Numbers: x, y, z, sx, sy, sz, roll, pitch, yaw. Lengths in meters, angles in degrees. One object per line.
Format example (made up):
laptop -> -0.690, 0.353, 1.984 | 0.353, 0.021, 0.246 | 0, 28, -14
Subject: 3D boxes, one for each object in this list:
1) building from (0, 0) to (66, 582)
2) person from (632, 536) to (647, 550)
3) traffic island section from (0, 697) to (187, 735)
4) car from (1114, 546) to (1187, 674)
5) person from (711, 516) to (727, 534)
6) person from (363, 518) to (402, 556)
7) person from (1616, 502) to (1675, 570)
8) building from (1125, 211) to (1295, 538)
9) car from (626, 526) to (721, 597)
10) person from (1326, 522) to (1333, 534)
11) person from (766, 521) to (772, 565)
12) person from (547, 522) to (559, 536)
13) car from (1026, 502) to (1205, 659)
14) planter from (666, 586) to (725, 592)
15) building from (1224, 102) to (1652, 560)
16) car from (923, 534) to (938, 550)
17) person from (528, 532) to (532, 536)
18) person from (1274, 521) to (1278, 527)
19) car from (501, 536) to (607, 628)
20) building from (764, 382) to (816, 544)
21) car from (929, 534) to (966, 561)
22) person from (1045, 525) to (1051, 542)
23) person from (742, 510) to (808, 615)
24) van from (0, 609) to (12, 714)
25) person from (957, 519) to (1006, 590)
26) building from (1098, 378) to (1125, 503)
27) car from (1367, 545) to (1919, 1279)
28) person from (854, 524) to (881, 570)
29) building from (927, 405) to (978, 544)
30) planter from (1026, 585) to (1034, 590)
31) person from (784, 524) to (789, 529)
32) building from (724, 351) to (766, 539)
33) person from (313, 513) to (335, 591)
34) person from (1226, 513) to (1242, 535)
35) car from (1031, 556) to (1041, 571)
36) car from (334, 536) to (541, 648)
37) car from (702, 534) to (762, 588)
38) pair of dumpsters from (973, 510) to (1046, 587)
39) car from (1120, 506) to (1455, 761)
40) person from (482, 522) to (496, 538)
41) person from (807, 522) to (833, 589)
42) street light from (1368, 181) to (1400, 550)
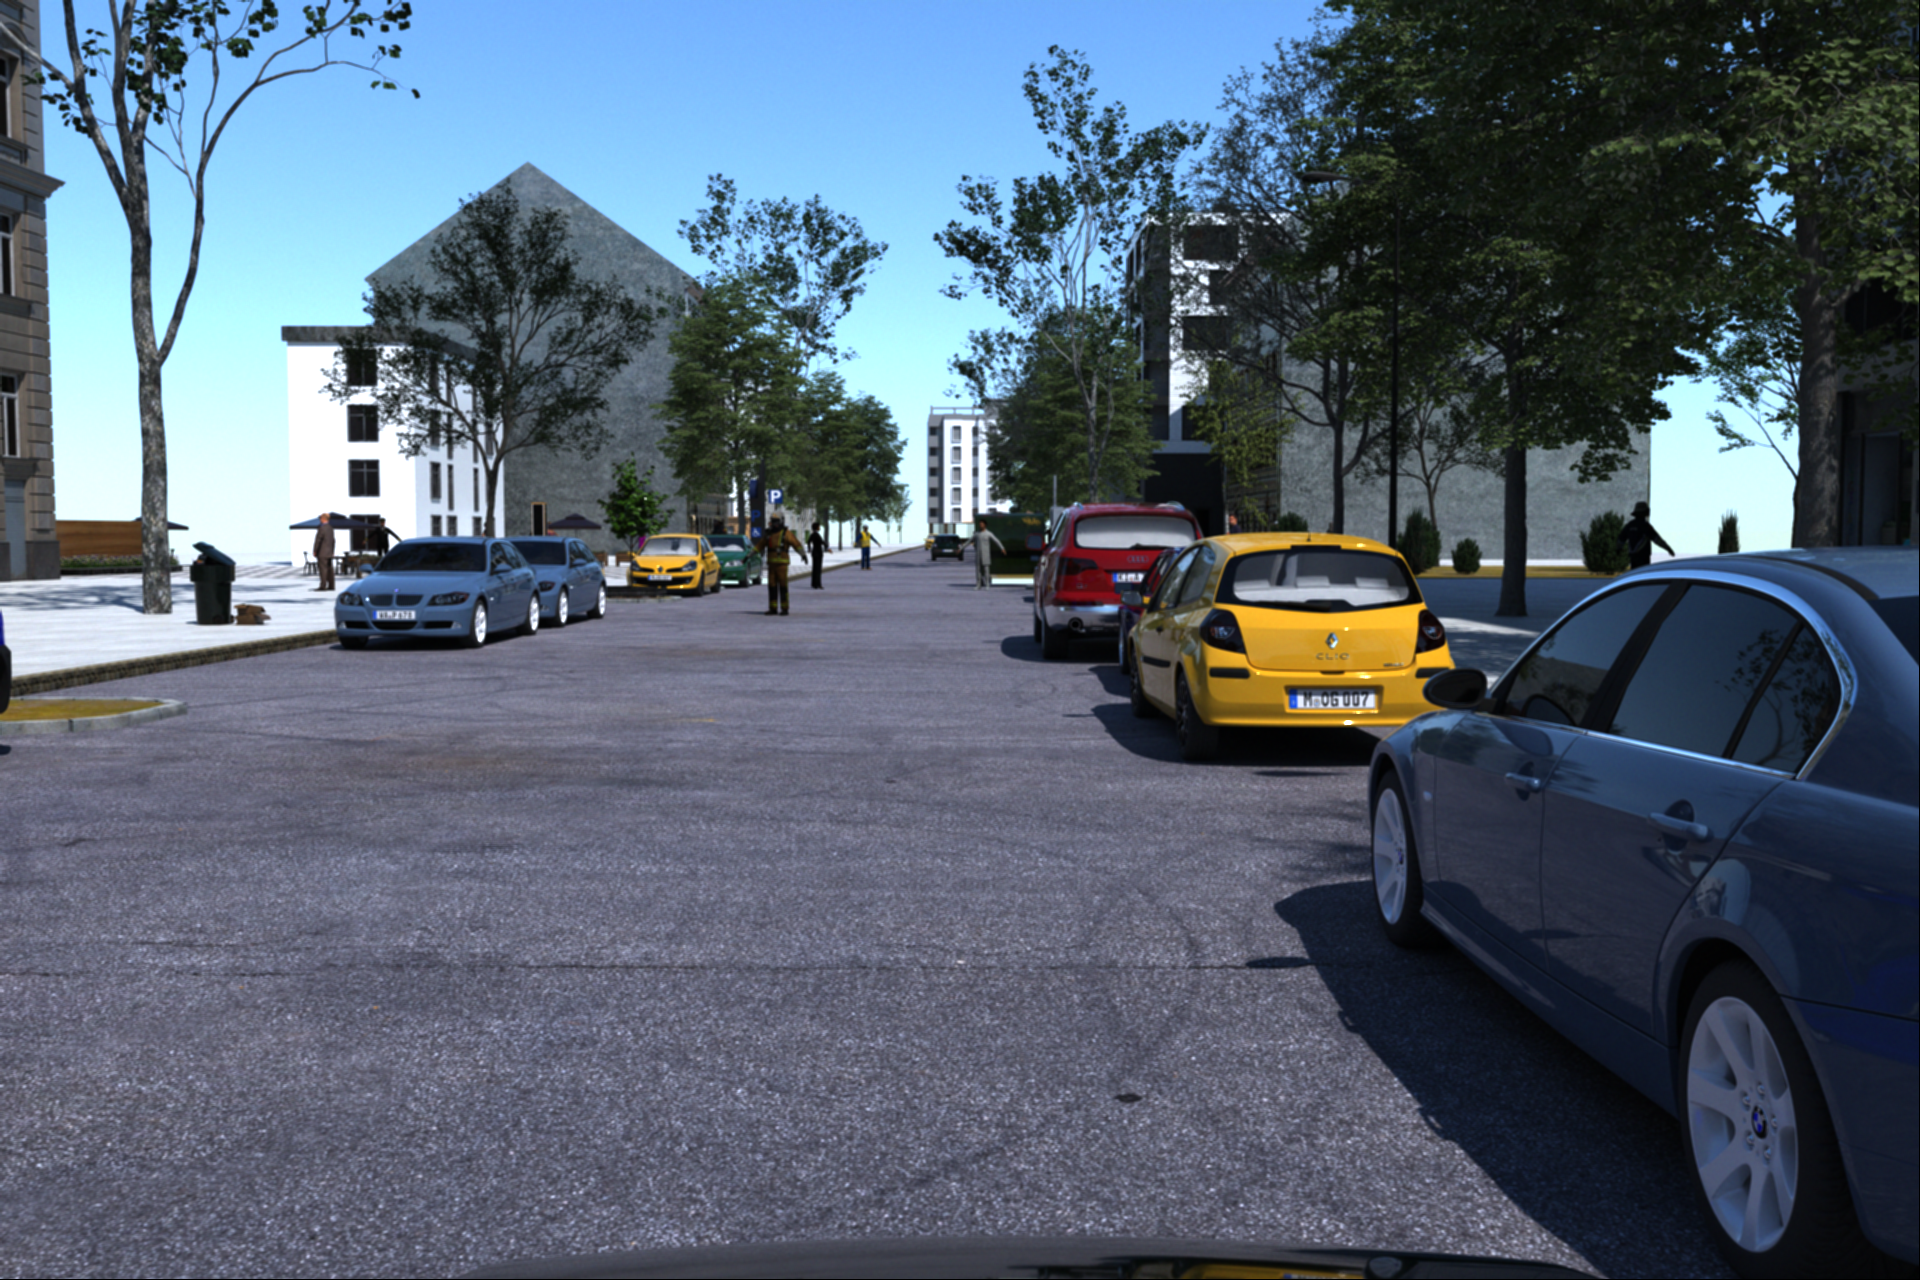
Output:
building -> -31.247, -14.616, 36.232 | 12.463, 27.353, 25.104 | 0, 4, 1
person -> -12.319, -3.521, 66.835 | 0.991, 1.433, 0.599 | 3, 4, 37
traffic island section -> -7.158, 0.583, 13.332 | 1.991, 0.108, 1.994 | 0, 4, 1
car -> 2.488, -0.243, 16.549 | 1.945, 1.354, 3.894 | 0, 4, 0
person -> -7.621, -2.973, 54.383 | 0.705, 1.856, 1.354 | -2, 4, -35
person -> -19.914, -3.293, 59.777 | 1.347, 1.837, 0.705 | -1, 4, -22
person -> 11.865, -1.485, 30.155 | 0.704, 1.845, 1.351 | -1, 4, -21
building -> 25.743, -17.253, 126.057 | 27.936, 21.610, 32.646 | 0, 4, 0
car -> -6.705, -1.866, 40.739 | 2.015, 1.641, 3.980 | 0, 4, 1
person -> 16.214, -4.244, 75.523 | 0.705, 1.813, 1.348 | -1, 4, -14
person -> -7.769, -3.973, 71.138 | 1.347, 1.806, 0.705 | 0, 4, -8
person -> -14.917, -3.451, 63.228 | 0.721, 1.733, 1.217 | 3, 5, 41
car -> 1.968, -0.777, 21.371 | 2.281, 1.827, 5.304 | 0, 4, 1
planter -> -7.032, -1.395, 43.955 | 1.991, 0.319, 1.994 | 0, 4, 1
building -> 25.246, -16.159, 95.127 | 19.493, 23.208, 18.063 | 0, 4, 0
car -> -2.225, -8.802, 154.141 | 2.015, 1.641, 3.980 | 0, 4, 1
person -> -17.919, -4.128, 73.713 | 1.346, 1.802, 0.704 | -2, 4, -28
person -> 13.777, -4.259, 75.493 | 0.705, 1.847, 1.347 | 3, 4, 36
car -> -6.928, -0.983, 28.070 | 2.014, 1.417, 4.499 | 0, 4, 1
building -> -28.005, -21.450, 217.159 | 16.747, 18.905, 31.486 | 0, 4, 1
car -> -0.685, -5.102, 93.199 | 2.009, 1.686, 4.222 | 0, 4, -1
person -> 4.248, -4.508, 79.842 | 1.346, 1.812, 0.704 | 1, 4, 17
person -> -3.225, -1.366, 30.565 | 1.354, 1.858, 0.705 | 2, 4, 28
van -> -6.967, -0.268, 8.766 | 2.240, 2.365, 5.245 | 0, 3, 0
person -> 0.569, -2.184, 44.354 | 1.347, 1.806, 0.705 | 1, 4, 22
building -> 24.635, -22.372, 196.714 | 19.493, 23.208, 18.063 | 0, 4, 0
car -> 2.351, 0.456, 4.543 | 2.014, 1.417, 4.499 | 0, 4, 0
person -> -3.766, -3.734, 69.484 | 1.349, 1.833, 0.705 | -3, 5, -40
building -> -4.253, -23.643, 245.445 | 11.380, 20.090, 16.016 | 0, 4, -5
planter -> 2.714, -1.454, 44.905 | 1.991, 0.319, 1.994 | 0, 3, 0
person -> -8.445, -4.704, 83.378 | 0.721, 1.772, 1.216 | 0, 4, -5
building -> -26.691, -19.811, 180.325 | 16.016, 20.090, 11.380 | 0, 4, 0
person -> -14.399, -1.991, 39.141 | 0.434, 1.755, 0.990 | 1, 4, 8
person -> 5.718, -1.788, 36.190 | 0.530, 1.710, 0.541 | 0, 4, 1
car -> 2.513, -1.521, 37.455 | 1.945, 1.354, 3.894 | 0, 4, 1
car -> -6.879, -0.687, 23.243 | 2.014, 1.417, 4.499 | 0, 3, 0
car -> -6.537, -2.193, 47.648 | 2.131, 1.459, 4.920 | 0, 4, 0
pair of dumpsters -> 2.572, -2.597, 47.409 | 4.436, 2.255, 1.574 | 0, 4, -1
car -> 2.215, -0.132, 12.390 | 2.015, 1.641, 3.980 | 0, 4, -1
person -> -20.124, -4.152, 74.027 | 0.704, 1.843, 1.345 | 1, 4, 13
person -> -3.669, -2.203, 45.203 | 0.721, 1.740, 1.216 | -2, 4, -33
street light -> 6.154, -3.047, 22.356 | 1.470, 5.913, 1.316 | 0, 4, 0
